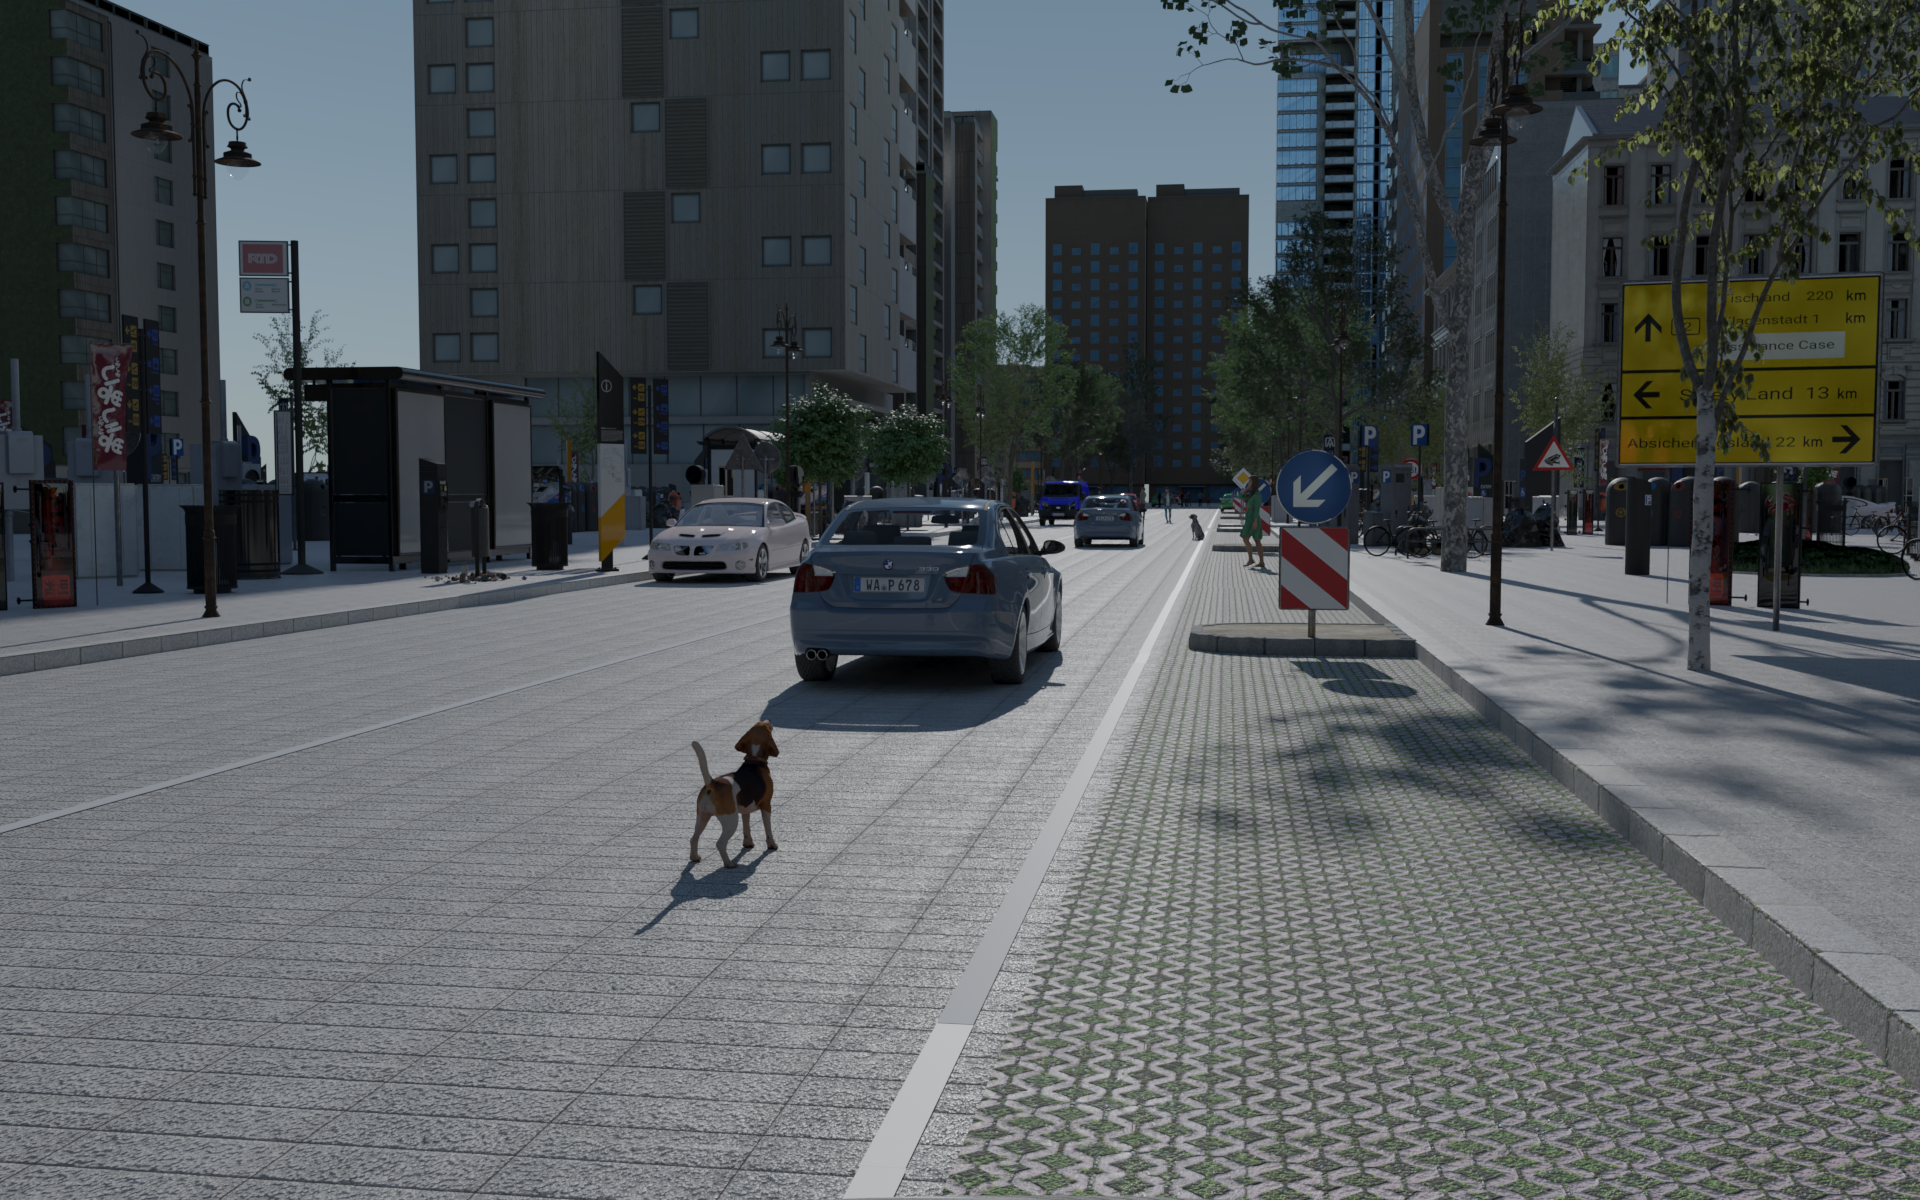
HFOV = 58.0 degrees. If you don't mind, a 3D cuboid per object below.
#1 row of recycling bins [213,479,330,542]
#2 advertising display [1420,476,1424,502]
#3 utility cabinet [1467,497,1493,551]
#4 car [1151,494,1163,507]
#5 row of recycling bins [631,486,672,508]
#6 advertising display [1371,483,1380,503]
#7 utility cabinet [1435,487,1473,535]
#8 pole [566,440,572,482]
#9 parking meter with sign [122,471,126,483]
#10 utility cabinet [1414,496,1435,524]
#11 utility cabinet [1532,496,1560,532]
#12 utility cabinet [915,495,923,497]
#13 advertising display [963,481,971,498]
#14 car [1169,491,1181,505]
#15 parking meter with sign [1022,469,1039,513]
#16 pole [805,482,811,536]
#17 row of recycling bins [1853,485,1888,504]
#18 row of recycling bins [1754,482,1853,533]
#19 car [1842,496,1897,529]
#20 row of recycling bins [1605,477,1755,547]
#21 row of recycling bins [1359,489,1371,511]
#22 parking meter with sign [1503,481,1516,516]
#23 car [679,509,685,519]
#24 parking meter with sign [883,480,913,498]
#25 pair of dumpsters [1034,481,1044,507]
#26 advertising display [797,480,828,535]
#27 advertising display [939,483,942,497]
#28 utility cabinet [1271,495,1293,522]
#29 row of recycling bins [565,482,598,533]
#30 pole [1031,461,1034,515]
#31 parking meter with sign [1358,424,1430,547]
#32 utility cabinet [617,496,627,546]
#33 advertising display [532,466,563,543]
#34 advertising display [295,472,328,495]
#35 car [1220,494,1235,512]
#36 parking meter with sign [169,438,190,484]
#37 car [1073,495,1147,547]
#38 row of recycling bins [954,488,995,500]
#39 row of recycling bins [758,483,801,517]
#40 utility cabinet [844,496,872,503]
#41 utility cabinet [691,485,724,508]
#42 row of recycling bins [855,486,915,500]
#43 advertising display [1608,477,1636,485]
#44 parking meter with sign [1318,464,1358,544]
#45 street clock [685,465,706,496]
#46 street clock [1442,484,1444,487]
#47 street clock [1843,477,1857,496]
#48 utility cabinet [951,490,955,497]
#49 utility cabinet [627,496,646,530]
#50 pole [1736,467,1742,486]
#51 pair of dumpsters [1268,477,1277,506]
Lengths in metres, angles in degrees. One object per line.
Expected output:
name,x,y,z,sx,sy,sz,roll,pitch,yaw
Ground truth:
row of recycling bins,-18.780,-2.415,46.592,3.534,1.692,1.069,-3,5,-42
advertising display,16.181,-3.396,60.736,0.123,1.923,0.974,1,4,16
utility cabinet,11.777,-1.724,39.353,0.306,1.237,1.020,-1,4,-10
car,21.887,-11.030,189.138,1.959,1.807,4.718,1,4,10
row of recycling bins,-16.620,-5.209,92.273,1.069,1.692,3.534,2,4,28
advertising display,25.087,-6.077,104.578,0.123,1.923,0.974,3,5,39
utility cabinet,15.489,-2.792,54.330,1.173,1.500,0.318,-1,4,-18
pole,-14.680,-4.357,65.073,0.158,3.312,0.155,0,3,0
parking meter with sign,-47.134,-6.107,96.105,1.738,3.016,0.543,0,4,4
utility cabinet,19.854,-3.819,73.607,1.020,1.237,0.306,0,4,-2
utility cabinet,18.998,-2.754,56.192,0.306,1.237,1.020,-1,4,-19
utility cabinet,-2.229,-5.028,93.369,0.306,1.237,1.020,1,4,14
advertising display,0.268,-4.289,75.333,0.123,1.923,0.974,-1,4,-17
car,27.357,-13.044,221.941,2.281,1.827,5.304,1,4,11
parking meter with sign,4.629,-7.590,120.355,1.738,3.016,0.543,0,4,7
pole,-4.626,-3.598,52.678,0.158,3.312,0.155,0,3,0
row of recycling bins,41.250,-4.395,78.977,3.534,1.692,1.069,-3,4,-38
row of recycling bins,27.468,-3.071,57.320,3.534,1.692,1.069,0,4,-7
car,33.399,-3.326,66.746,4.827,1.381,2.083,1,4,10
row of recycling bins,17.453,-2.165,42.504,1.069,1.692,3.534,-2,4,-34
row of recycling bins,30.977,-7.820,134.966,3.534,1.692,1.069,-3,5,-42
parking meter with sign,31.438,-6.286,99.033,1.738,3.016,0.543,1,4,22
car,-9.763,-3.724,73.243,4.827,1.381,2.083,1,4,10
parking meter with sign,-2.948,-5.019,78.325,1.738,3.016,0.543,1,4,13
pair of dumpsters,5.433,-7.524,125.518,1.574,2.255,4.437,1,4,9
advertising display,-4.608,-2.986,54.032,0.974,1.923,0.123,-1,4,-9
advertising display,-0.935,-5.837,100.642,0.123,1.923,0.974,-2,4,-26
utility cabinet,14.677,-4.144,78.916,1.020,1.237,0.306,-2,4,-24
row of recycling bins,-12.990,-3.175,59.020,1.069,1.692,3.534,1,4,11
pole,4.536,-6.994,108.199,0.158,3.312,0.155,0,3,0
parking meter with sign,10.723,-2.840,42.690,1.738,3.016,0.543,-2,4,-31
utility cabinet,-8.569,-1.932,42.742,0.306,1.237,1.020,0,4,5
advertising display,-9.478,-2.092,39.412,0.974,1.923,0.123,1,4,19
advertising display,-18.867,-2.768,50.473,0.974,1.923,0.123,-2,4,-29
car,21.477,-7.824,136.716,1.959,1.807,4.718,1,4,9
parking meter with sign,-23.693,-3.533,54.023,1.738,3.016,0.543,1,4,14
car,4.162,-2.208,48.106,2.014,1.417,4.499,1,4,9
row of recycling bins,0.800,-7.218,125.128,3.534,1.692,1.069,0,4,6
row of recycling bins,-7.037,-3.570,65.489,3.534,1.692,1.069,2,4,30
utility cabinet,-3.798,-3.261,64.476,1.020,1.237,0.306,0,4,-5
utility cabinet,-5.995,-1.991,41.238,0.318,1.500,1.173,-2,4,-35
row of recycling bins,-4.010,-5.192,92.006,3.534,1.692,1.069,2,4,25
advertising display,24.337,-3.578,63.711,0.974,1.923,0.123,1,4,14
parking meter with sign,9.894,-2.949,44.473,0.543,3.016,1.738,-2,4,-30
street clock,-6.633,-2.382,43.518,0.471,2.002,0.358,1,4,19
street clock,34.868,-7.367,125.013,0.471,2.002,0.358,1,4,14
street clock,37.336,-4.167,72.706,0.471,2.002,0.358,-1,4,-11
utility cabinet,-0.122,-5.957,106.083,0.318,1.500,1.173,-3,4,-38
utility cabinet,-11.639,-3.092,61.712,1.020,1.237,0.306,3,4,37
pole,34.374,-5.052,76.449,0.158,3.312,0.155,0,3,0
pair of dumpsters,19.095,-6.180,103.540,1.574,2.255,4.437,1,4,9
